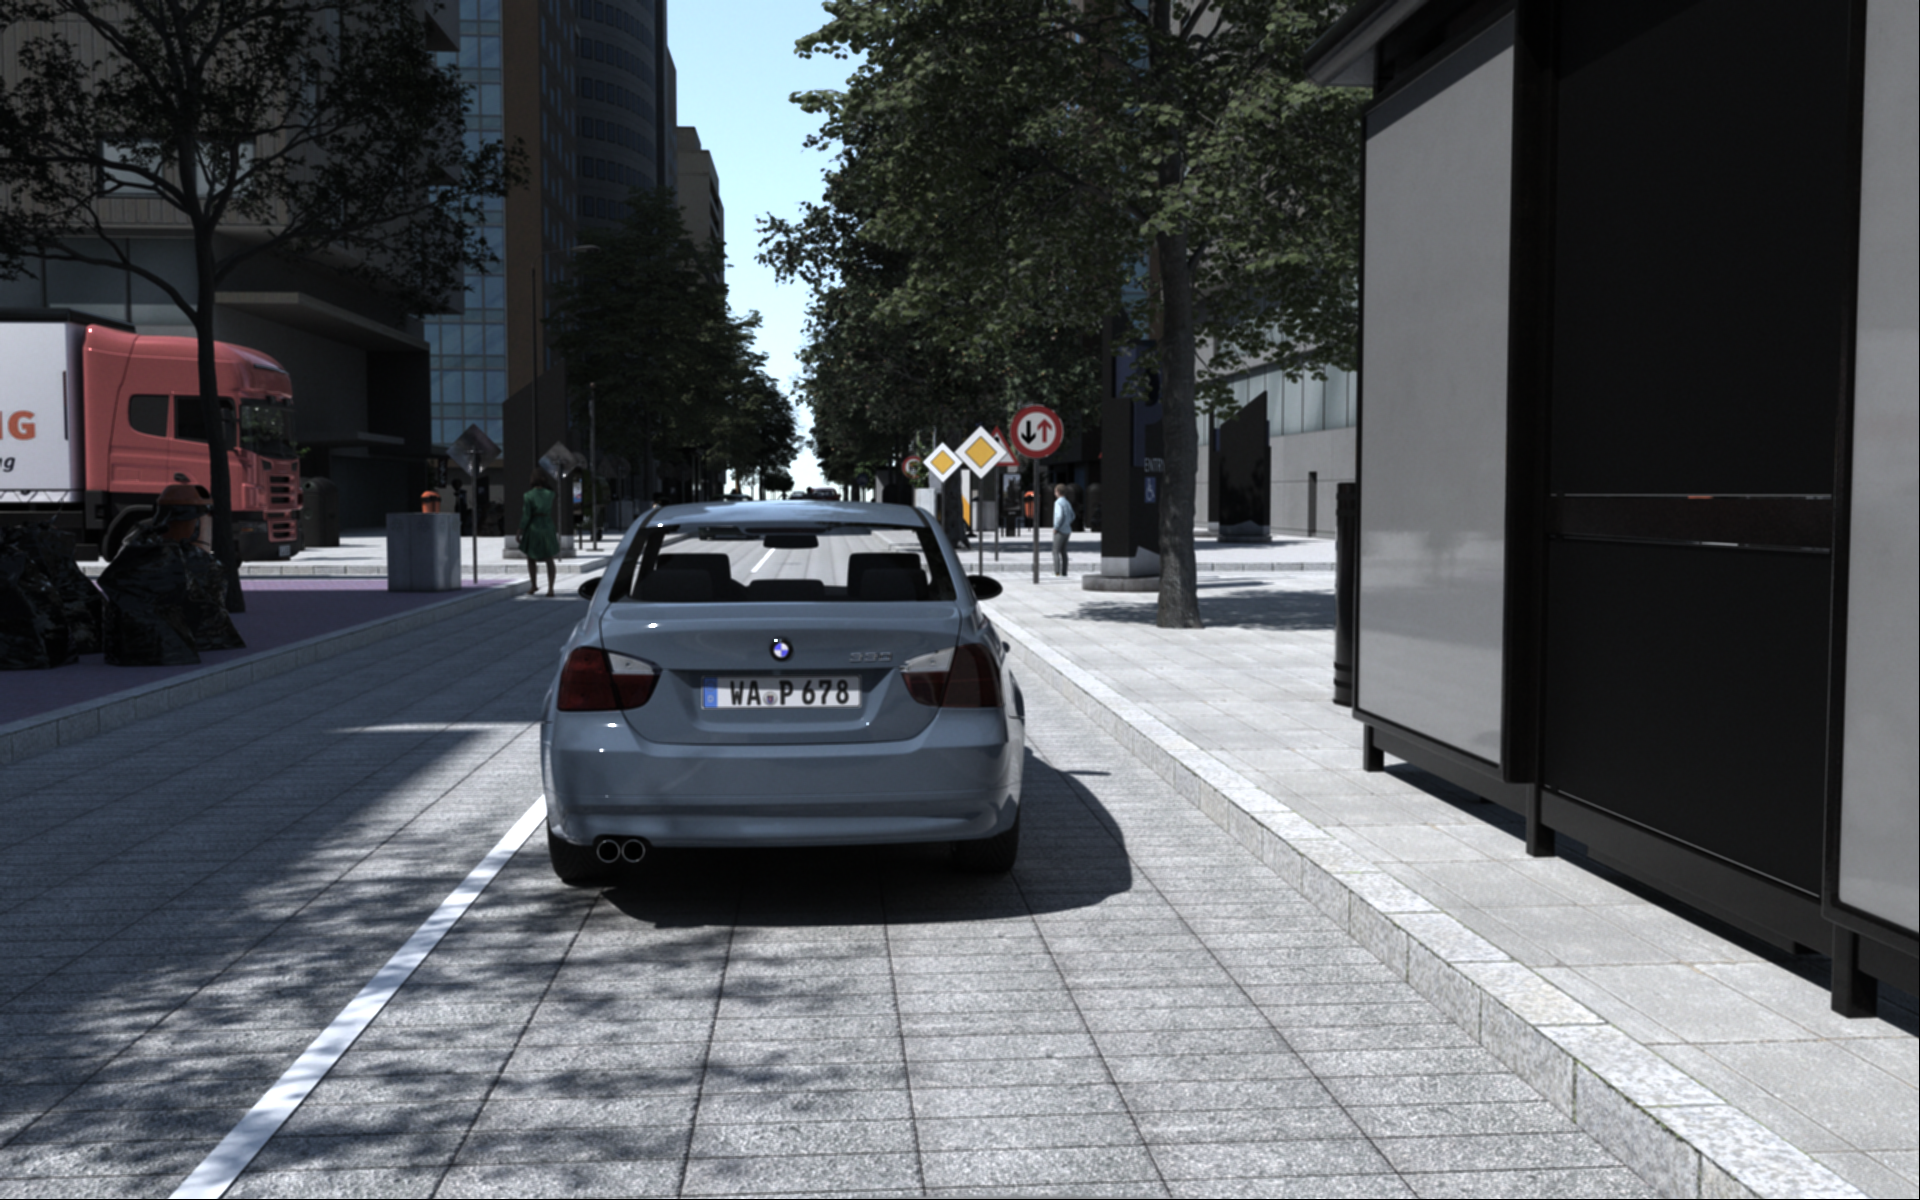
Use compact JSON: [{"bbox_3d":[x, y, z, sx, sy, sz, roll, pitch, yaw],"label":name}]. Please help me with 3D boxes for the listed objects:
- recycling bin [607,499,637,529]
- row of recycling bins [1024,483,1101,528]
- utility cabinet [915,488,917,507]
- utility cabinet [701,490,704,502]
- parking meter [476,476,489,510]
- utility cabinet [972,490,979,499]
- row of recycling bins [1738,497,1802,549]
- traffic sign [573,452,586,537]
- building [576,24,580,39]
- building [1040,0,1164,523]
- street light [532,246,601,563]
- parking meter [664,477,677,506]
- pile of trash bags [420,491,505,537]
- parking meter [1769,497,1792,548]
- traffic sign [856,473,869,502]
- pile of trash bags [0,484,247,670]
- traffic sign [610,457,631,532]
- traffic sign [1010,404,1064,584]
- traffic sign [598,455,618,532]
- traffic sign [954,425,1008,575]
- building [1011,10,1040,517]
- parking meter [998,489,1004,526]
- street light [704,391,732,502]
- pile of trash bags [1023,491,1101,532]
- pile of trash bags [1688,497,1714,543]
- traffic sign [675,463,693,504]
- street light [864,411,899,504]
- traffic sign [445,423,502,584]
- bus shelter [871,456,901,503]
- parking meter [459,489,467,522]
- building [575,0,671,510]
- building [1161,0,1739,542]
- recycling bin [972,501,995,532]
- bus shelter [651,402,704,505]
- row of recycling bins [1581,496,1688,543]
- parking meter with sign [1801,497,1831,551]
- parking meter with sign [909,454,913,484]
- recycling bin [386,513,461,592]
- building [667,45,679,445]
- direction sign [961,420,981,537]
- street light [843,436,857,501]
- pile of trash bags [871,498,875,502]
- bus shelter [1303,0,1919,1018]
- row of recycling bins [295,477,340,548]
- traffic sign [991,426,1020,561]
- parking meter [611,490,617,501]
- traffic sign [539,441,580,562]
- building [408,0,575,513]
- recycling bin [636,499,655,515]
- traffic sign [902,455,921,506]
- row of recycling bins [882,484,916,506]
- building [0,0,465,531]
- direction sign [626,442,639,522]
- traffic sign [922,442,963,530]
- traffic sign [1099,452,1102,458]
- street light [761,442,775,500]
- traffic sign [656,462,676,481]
[{"bbox_3d":[-12.504,-3.132,63.754,0.722,1.027,0.722,-3,5,-41],"label":"recycling bin"},{"bbox_3d":[3.967,-3.581,65.657,3.534,1.692,1.069,2,4,35],"label":"row of recycling bins"},{"bbox_3d":[-1.244,-3.776,70.423,0.318,1.500,1.173,3,5,44],"label":"utility cabinet"},{"bbox_3d":[-12.538,-4.575,83.477,0.318,1.500,1.173,-2,4,-28],"label":"utility cabinet"},{"bbox_3d":[-15.355,-3.057,55.689,0.399,1.863,0.255,0,4,5],"label":"parking meter"},{"bbox_3d":[0.533,-5.391,96.825,1.173,1.500,0.318,2,4,26],"label":"utility cabinet"},{"bbox_3d":[20.175,-2.055,40.714,3.534,1.692,1.069,0,3,0],"label":"row of recycling bins"},{"bbox_3d":[-11.625,-3.190,52.269,0.768,2.556,0.104,0,4,-4],"label":"traffic sign"},{"bbox_3d":[-39.596,-26.004,117.053,32.217,40.220,23.993,0,4,-5],"label":"building"},{"bbox_3d":[11.465,-26.275,79.708,14.600,45.320,14.200,0,4,-5],"label":"building"},{"bbox_3d":[-7.416,-3.666,32.483,1.470,5.913,1.316,0,4,-5],"label":"street light"},{"bbox_3d":[-9.845,-3.259,58.997,0.255,1.863,0.399,3,5,41],"label":"parking meter"},{"bbox_3d":[-14.542,-2.599,52.249,3.447,1.369,1.912,-2,4,-35],"label":"pile of trash bags"},{"bbox_3d":[18.511,-2.041,39.076,0.399,1.863,0.255,3,5,43],"label":"parking meter"},{"bbox_3d":[-6.018,-6.530,106.866,0.768,2.556,0.104,0,4,2],"label":"traffic sign"},{"bbox_3d":[-6.844,-0.275,14.249,1.912,1.369,3.447,0,4,-7],"label":"pile of trash bags"},{"bbox_3d":[-11.634,-3.616,59.227,0.768,2.556,0.104,0,4,4],"label":"traffic sign"},{"bbox_3d":[1.090,-1.506,24.724,0.768,2.556,0.104,0,4,3],"label":"traffic sign"},{"bbox_3d":[-11.913,-3.559,58.186,0.884,2.594,0.081,0,4,3],"label":"traffic sign"},{"bbox_3d":[0.300,-1.321,25.246,0.795,2.450,0.064,0,4,-5],"label":"traffic sign"},{"bbox_3d":[9.629,-25.582,101.858,14.154,41.232,14.086,0,4,-5],"label":"building"},{"bbox_3d":[1.589,-3.721,69.250,0.372,1.533,0.369,0,3,0],"label":"parking meter"},{"bbox_3d":[-10.962,-6.463,78.208,1.470,5.913,1.316,0,4,-5],"label":"street light"},{"bbox_3d":[3.756,-3.015,59.041,3.447,1.369,1.912,2,4,25],"label":"pile of trash bags"},{"bbox_3d":[15.790,-1.881,40.512,3.447,1.369,1.912,2,4,29],"label":"pile of trash bags"},{"bbox_3d":[-11.408,-4.362,71.424,0.768,2.556,0.104,0,4,-1],"label":"traffic sign"},{"bbox_3d":[-2.794,-5.491,62.314,1.470,5.913,1.316,0,4,-5],"label":"street light"},{"bbox_3d":[-6.923,-1.288,24.695,0.795,2.450,0.064,0,4,-5],"label":"traffic sign"},{"bbox_3d":[-3.799,-6.141,94.333,2.014,3.302,5.546,0,4,-4],"label":"bus shelter"},{"bbox_3d":[-22.934,-4.374,79.918,0.372,1.533,0.369,0,3,0],"label":"parking meter"},{"bbox_3d":[-35.981,-36.801,143.692,21.231,58.520,28.212,0,4,-5],"label":"building"},{"bbox_3d":[22.062,-28.577,56.474,27.495,52.752,28.713,0,4,-5],"label":"building"},{"bbox_3d":[0.789,-2.873,59.520,0.722,1.027,0.722,2,4,30],"label":"recycling bin"},{"bbox_3d":[-12.822,-6.131,77.882,2.179,5.291,8.768,0,4,-5],"label":"bus shelter"},{"bbox_3d":[6.504,-0.786,19.962,3.534,1.692,1.069,0,4,2],"label":"row of recycling bins"},{"bbox_3d":[17.492,-2.382,35.202,1.738,3.016,0.543,-3,5,-43],"label":"parking meter with sign"},{"bbox_3d":[-1.496,-4.925,76.791,1.738,3.016,0.543,-2,4,-27],"label":"parking meter with sign"},{"bbox_3d":[-7.105,-0.637,22.969,0.722,1.027,0.722,1,4,11],"label":"recycling bin"},{"bbox_3d":[-34.516,-31.545,165.870,14.600,45.320,14.200,0,4,-5],"label":"building"},{"bbox_3d":[0.328,-3.653,51.723,0.876,3.537,0.379,-1,4,-19],"label":"direction sign"},{"bbox_3d":[-6.497,-8.281,107.928,1.470,5.913,1.316,0,4,-5],"label":"street light"},{"bbox_3d":[-4.015,-5.947,106.992,1.912,1.369,3.447,1,4,19],"label":"pile of trash bags"},{"bbox_3d":[2.778,-1.766,6.509,2.179,5.291,8.768,0,4,-4],"label":"bus shelter"},{"bbox_3d":[-16.467,-2.179,42.742,3.534,1.692,1.069,3,5,41],"label":"row of recycling bins"},{"bbox_3d":[0.699,-2.019,33.012,0.884,2.594,0.081,0,4,3],"label":"traffic sign"},{"bbox_3d":[-20.179,-5.657,100.909,0.372,1.533,0.369,0,3,0],"label":"parking meter"},{"bbox_3d":[-7.556,-1.774,32.655,0.795,2.450,0.064,0,4,-5],"label":"traffic sign"},{"bbox_3d":[-29.636,-27.388,97.901,14.600,45.320,14.200,0,4,-5],"label":"building"},{"bbox_3d":[-10.895,-2.994,61.513,0.722,1.027,0.722,-3,5,-43],"label":"recycling bin"},{"bbox_3d":[-1.539,-3.497,57.284,0.768,2.556,0.104,0,4,-4],"label":"traffic sign"},{"bbox_3d":[-1.575,-3.718,67.906,3.534,1.692,1.069,2,4,33],"label":"row of recycling bins"},{"bbox_3d":[-32.861,-28.695,58.405,28.713,52.752,27.495,0,4,-5],"label":"building"},{"bbox_3d":[-13.170,-4.749,69.644,0.379,3.537,0.876,1,4,22],"label":"direction sign"},{"bbox_3d":[-0.333,-1.808,33.206,0.795,2.450,0.064,0,4,-5],"label":"traffic sign"},{"bbox_3d":[2.483,-1.565,25.598,0.884,2.594,0.081,0,4,-1],"label":"traffic sign"},{"bbox_3d":[-17.145,-11.131,154.529,1.470,5.913,1.316,0,4,-5],"label":"street light"},{"bbox_3d":[-11.761,-4.233,69.322,0.768,2.556,0.104,0,4,-1],"label":"traffic sign"}]
